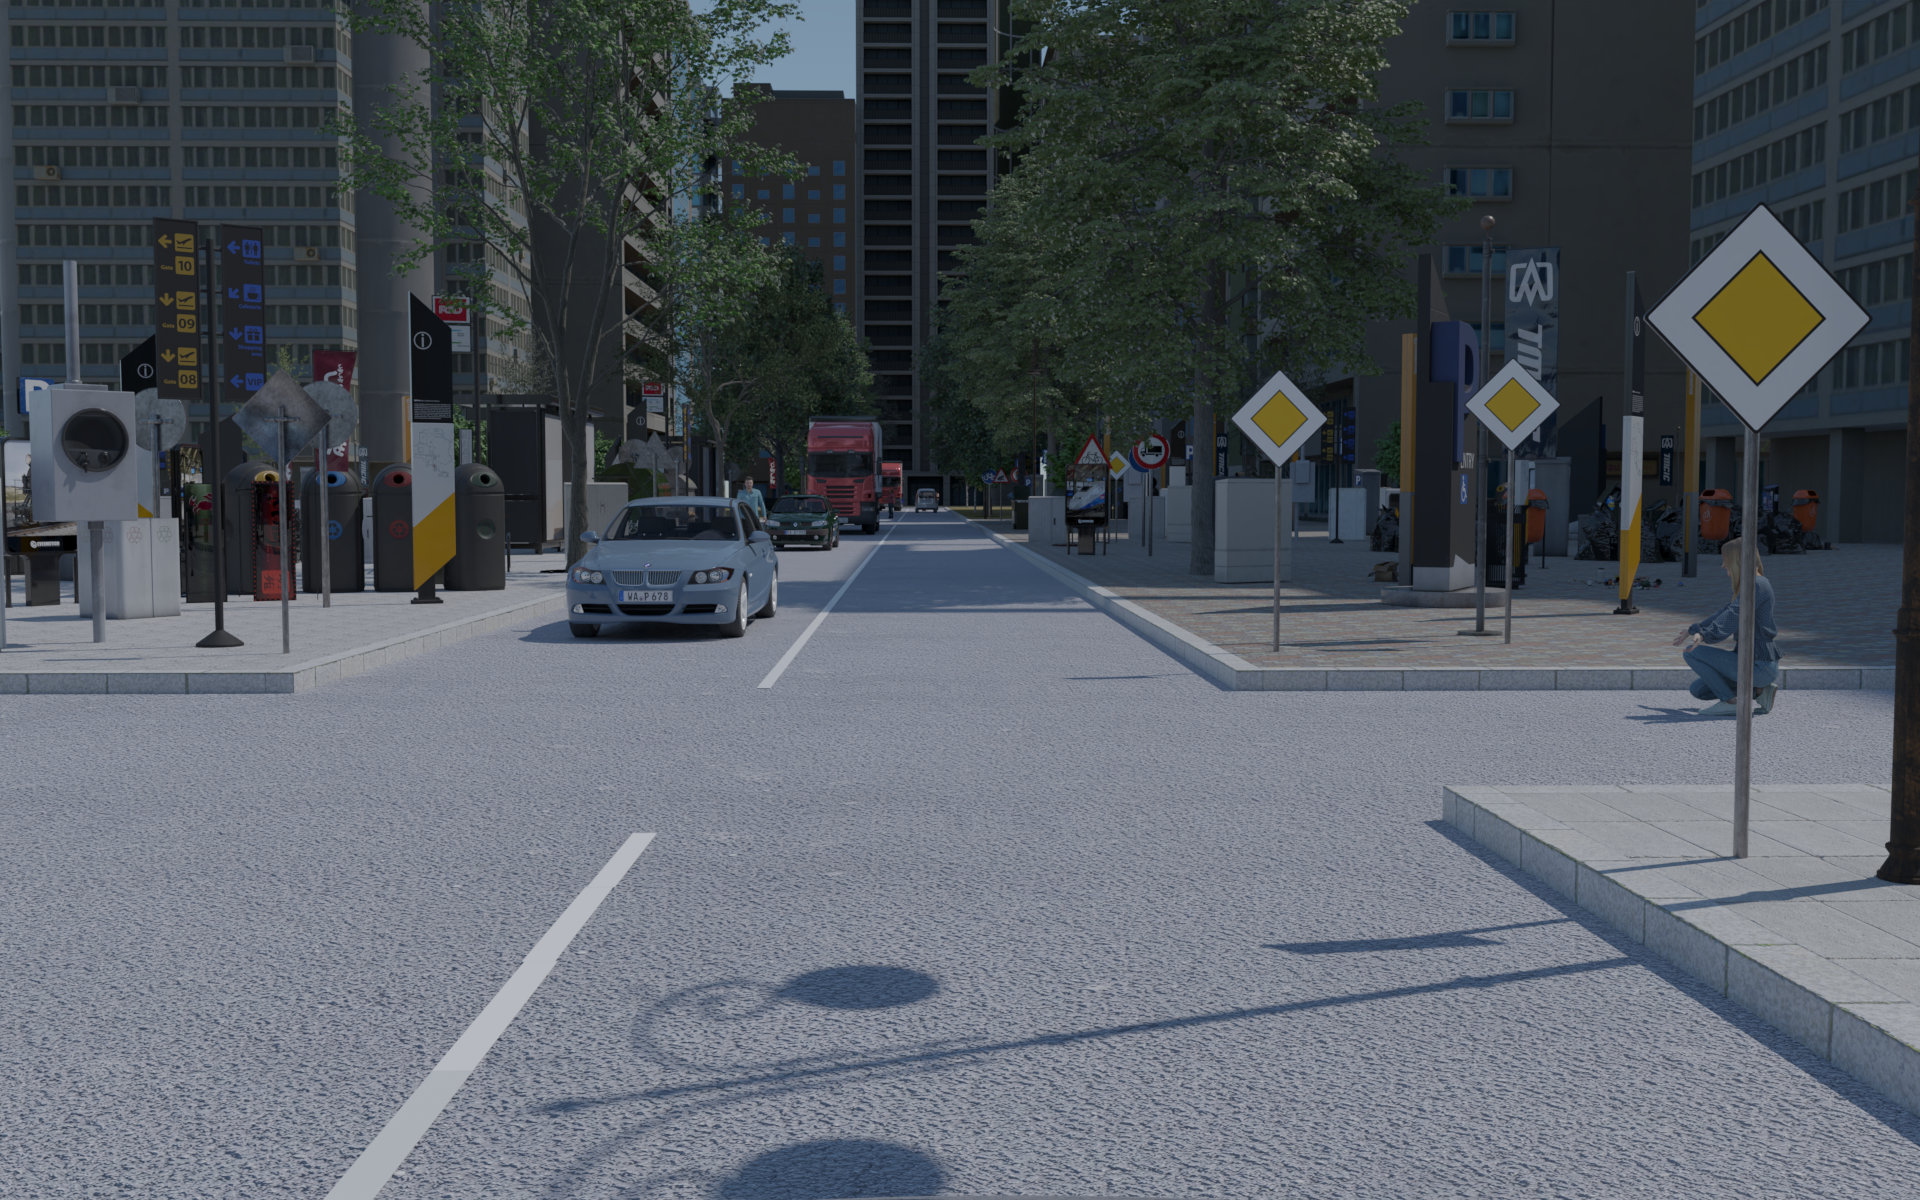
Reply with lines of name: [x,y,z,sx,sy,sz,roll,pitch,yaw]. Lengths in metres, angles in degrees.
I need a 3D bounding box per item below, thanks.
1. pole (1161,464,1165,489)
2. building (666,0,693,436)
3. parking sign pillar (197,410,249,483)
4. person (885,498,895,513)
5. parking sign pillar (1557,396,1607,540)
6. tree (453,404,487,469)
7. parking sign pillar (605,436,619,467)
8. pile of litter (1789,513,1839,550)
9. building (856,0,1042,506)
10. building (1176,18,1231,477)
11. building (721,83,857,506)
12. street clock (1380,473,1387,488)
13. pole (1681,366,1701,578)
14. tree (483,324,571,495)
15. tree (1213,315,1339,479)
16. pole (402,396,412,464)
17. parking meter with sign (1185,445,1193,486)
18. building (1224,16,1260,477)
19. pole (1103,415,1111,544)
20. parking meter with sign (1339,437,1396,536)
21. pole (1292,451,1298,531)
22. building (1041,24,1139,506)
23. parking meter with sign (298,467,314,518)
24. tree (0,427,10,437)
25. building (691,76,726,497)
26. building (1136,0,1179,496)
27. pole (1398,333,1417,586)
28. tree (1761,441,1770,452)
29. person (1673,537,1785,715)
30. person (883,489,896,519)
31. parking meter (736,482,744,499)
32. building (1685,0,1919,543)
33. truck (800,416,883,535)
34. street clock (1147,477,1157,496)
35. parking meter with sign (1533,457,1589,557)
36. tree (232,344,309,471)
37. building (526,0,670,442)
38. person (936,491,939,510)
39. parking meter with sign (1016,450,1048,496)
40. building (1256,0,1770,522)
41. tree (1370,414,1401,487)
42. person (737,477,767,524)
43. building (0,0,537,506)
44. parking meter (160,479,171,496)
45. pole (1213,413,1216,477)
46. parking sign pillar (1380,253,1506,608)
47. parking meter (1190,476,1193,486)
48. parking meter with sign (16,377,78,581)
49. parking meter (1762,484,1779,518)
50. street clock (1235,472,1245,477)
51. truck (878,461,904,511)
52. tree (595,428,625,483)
pole: [8.009,-4.556,68.326,0.158,3.312,0.155,0,3,0]
building: [-30.163,-30.145,142.988,14.200,45.320,14.600,0,4,-1]
parking sign pillar: [-23.370,-4.051,54.709,1.447,3.967,1.447,-2,4,-29]
person: [-5.303,-7.339,131.721,0.991,1.433,0.599,0,4,5]
parking sign pillar: [17.353,-3.664,48.372,1.447,3.967,1.447,-3,4,-38]
tree: [-17.822,-4.746,61.315,4.285,4.588,4.351,0,3,0]
parking sign pillar: [-16.109,-5.666,81.104,1.447,3.967,1.447,-3,5,-40]
pile of litter: [19.488,-1.607,40.246,1.176,0.858,1.719,-2,4,-27]
building: [-1.131,-46.344,195.980,20.611,71.187,20.563,0,4,-1]
building: [22.495,-28.469,115.576,14.600,45.320,14.200,0,4,-1]
building: [-18.439,-33.161,192.292,14.200,45.320,14.600,0,4,-1]
street clock: [14.805,-3.425,60.563,0.358,2.002,0.471,1,4,16]
pole: [11.243,-2.004,26.608,0.158,3.312,0.155,0,3,0]
tree: [-18.974,-7.618,74.918,4.360,8.622,3.978,0,3,0]
tree: [13.071,-7.250,68.902,4.360,8.622,3.978,0,3,0]
pole: [-11.543,-2.593,36.246,0.158,3.312,0.155,0,3,0]
parking meter with sign: [8.541,-3.923,60.406,0.543,3.016,1.738,-2,4,-33]
building: [22.528,-20.196,101.899,14.160,30.474,14.107,0,4,-1]
pole: [3.793,-3.109,44.667,0.158,3.312,0.155,0,3,0]
parking meter with sign: [12.547,-3.484,53.219,1.738,3.016,0.543,-1,4,-19]
pole: [11.541,-4.028,59.701,0.158,3.312,0.155,0,3,0]
building: [23.040,-37.376,200.343,27.495,52.752,28.713,0,4,-1]
parking meter with sign: [-18.312,-3.238,49.196,1.738,3.016,0.543,0,4,5]
tree: [-40.359,-5.342,71.055,4.285,4.588,4.351,0,3,0]
building: [-41.095,-35.354,197.640,30.456,49.044,23.786,0,4,-1]
building: [24.633,-36.380,136.819,21.231,58.520,28.212,0,4,-1]
pole: [5.736,-1.731,22.138,0.158,3.312,0.155,0,3,0]
tree: [30.934,-7.009,64.961,4.737,8.622,4.395,0,3,0]
person: [4.942,0.168,11.254,0.738,1.151,1.012,2,4,32]
person: [-4.125,-5.648,101.566,0.721,1.743,1.217,-3,4,-38]
parking meter: [-10.573,-4.757,83.483,0.399,1.863,0.255,0,4,0]
building: [34.119,-21.452,42.627,23.993,40.220,32.217,0,4,-1]
truck: [-4.235,-4.622,64.477,2.839,4.237,11.283,0,4,-1]
street clock: [8.027,-4.178,72.872,0.471,2.002,0.358,-1,4,-13]
parking meter with sign: [12.168,-2.403,35.546,1.738,3.016,0.543,1,4,22]
tree: [-33.523,-8.214,84.660,4.737,8.622,4.395,0,3,0]
building: [-32.900,-30.513,122.588,21.300,48.544,21.600,0,4,-1]
person: [-2.051,-8.624,150.203,0.721,1.736,1.217,0,4,-6]
parking meter with sign: [2.854,-4.342,67.260,1.738,3.016,0.543,-3,5,-44]
building: [26.236,-27.802,78.261,21.300,48.544,21.600,0,4,-1]
tree: [16.878,-4.902,63.857,4.285,4.588,4.351,0,3,0]
person: [-4.684,-1.852,38.798,0.660,1.820,0.620,-1,4,-19]
building: [-38.468,-24.950,99.813,32.217,40.220,23.993,0,4,-1]
parking meter: [-30.939,-3.777,67.468,0.399,1.863,0.255,-2,4,-32]
pole: [6.346,-3.054,43.769,0.158,3.312,0.155,0,3,0]
parking sign pillar: [5.630,-1.929,20.017,1.447,3.967,1.447,2,4,28]
parking meter: [6.605,-2.605,48.303,0.255,1.863,0.399,3,5,45]
parking meter with sign: [-13.144,-1.795,25.614,1.738,3.016,0.543,2,4,31]
parking meter: [20.870,-2.214,44.615,0.372,1.533,0.369,0,3,0]
street clock: [9.193,-3.203,56.946,0.358,2.002,0.471,-1,4,-8]
truck: [-6.184,-9.729,147.984,2.839,4.237,11.283,0,4,-2]
tree: [-18.104,-6.310,86.889,4.285,4.588,4.351,0,3,0]
